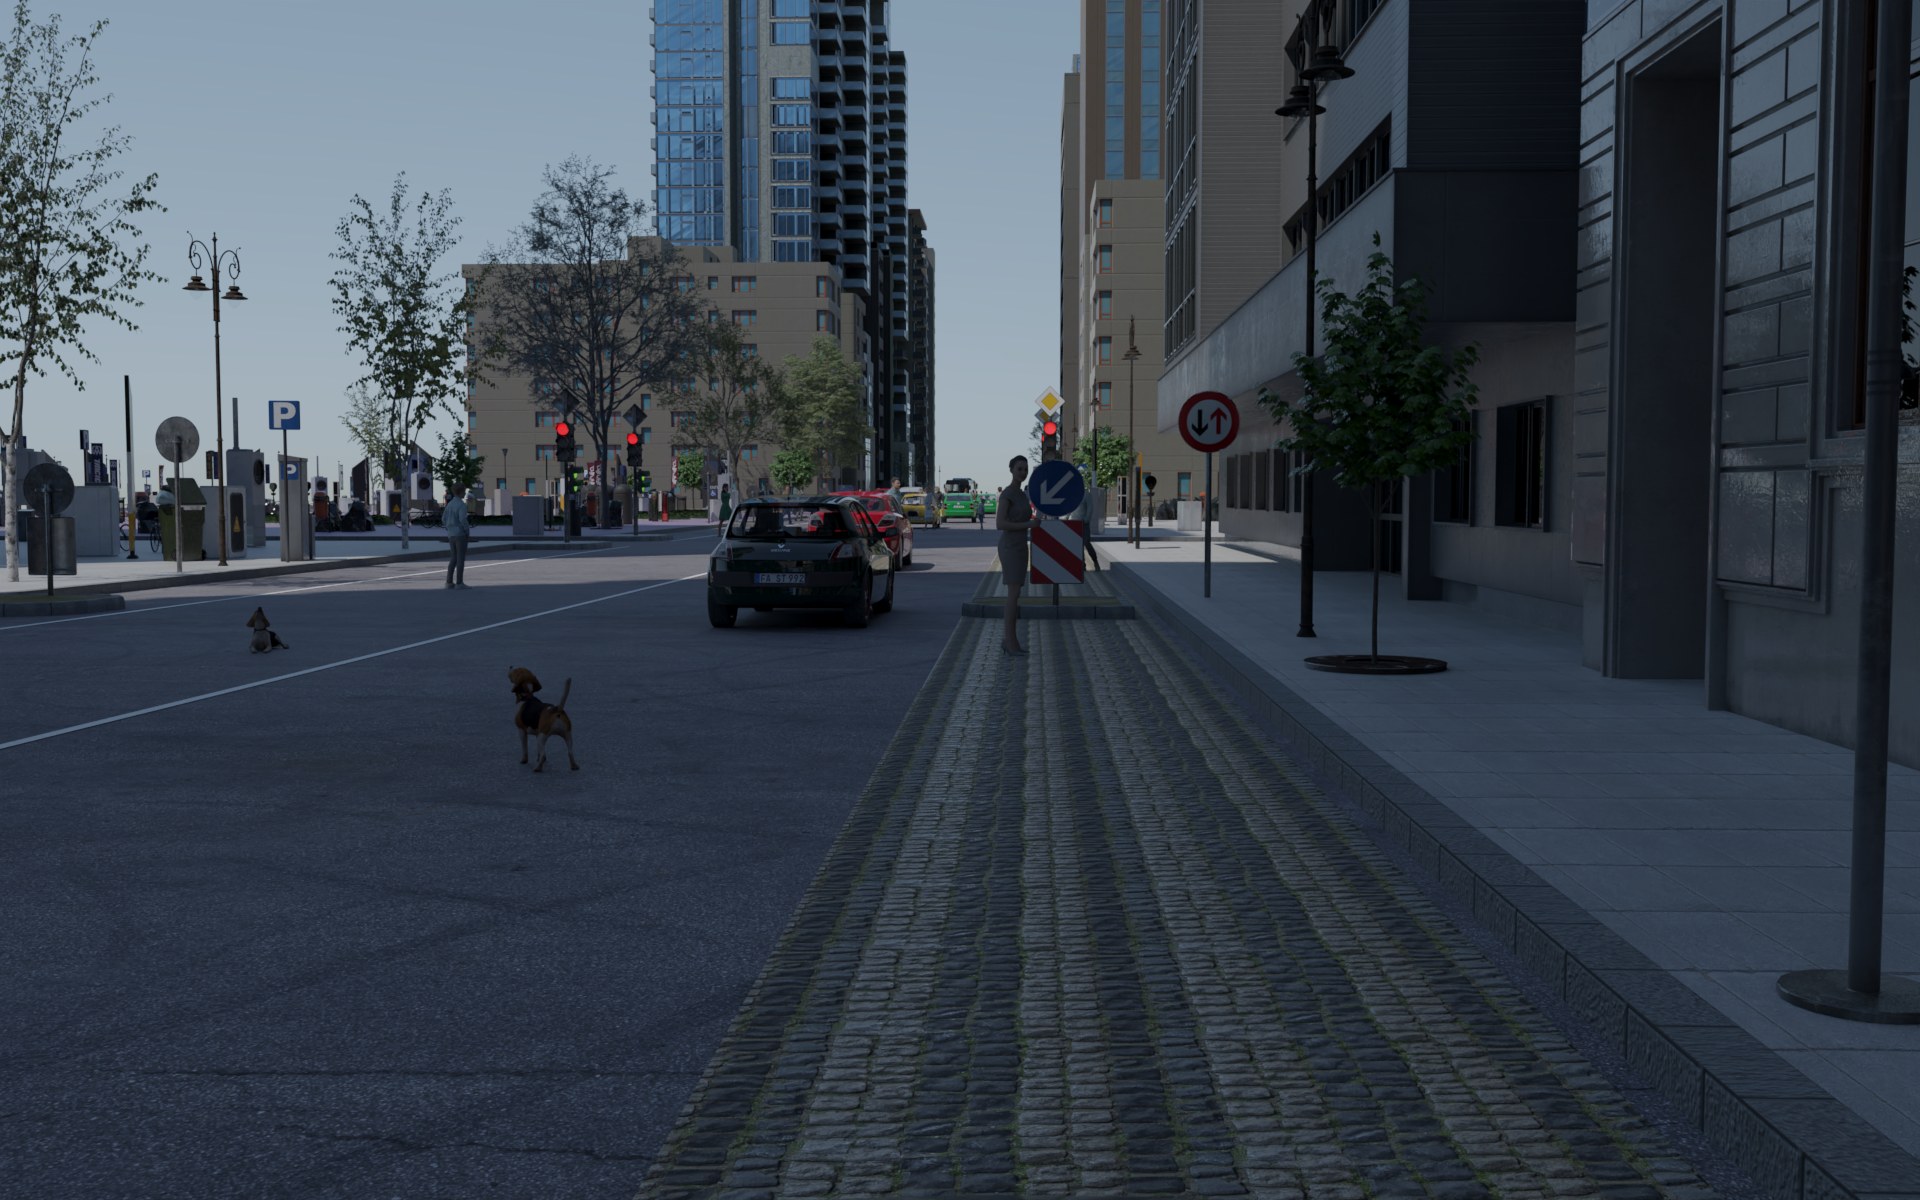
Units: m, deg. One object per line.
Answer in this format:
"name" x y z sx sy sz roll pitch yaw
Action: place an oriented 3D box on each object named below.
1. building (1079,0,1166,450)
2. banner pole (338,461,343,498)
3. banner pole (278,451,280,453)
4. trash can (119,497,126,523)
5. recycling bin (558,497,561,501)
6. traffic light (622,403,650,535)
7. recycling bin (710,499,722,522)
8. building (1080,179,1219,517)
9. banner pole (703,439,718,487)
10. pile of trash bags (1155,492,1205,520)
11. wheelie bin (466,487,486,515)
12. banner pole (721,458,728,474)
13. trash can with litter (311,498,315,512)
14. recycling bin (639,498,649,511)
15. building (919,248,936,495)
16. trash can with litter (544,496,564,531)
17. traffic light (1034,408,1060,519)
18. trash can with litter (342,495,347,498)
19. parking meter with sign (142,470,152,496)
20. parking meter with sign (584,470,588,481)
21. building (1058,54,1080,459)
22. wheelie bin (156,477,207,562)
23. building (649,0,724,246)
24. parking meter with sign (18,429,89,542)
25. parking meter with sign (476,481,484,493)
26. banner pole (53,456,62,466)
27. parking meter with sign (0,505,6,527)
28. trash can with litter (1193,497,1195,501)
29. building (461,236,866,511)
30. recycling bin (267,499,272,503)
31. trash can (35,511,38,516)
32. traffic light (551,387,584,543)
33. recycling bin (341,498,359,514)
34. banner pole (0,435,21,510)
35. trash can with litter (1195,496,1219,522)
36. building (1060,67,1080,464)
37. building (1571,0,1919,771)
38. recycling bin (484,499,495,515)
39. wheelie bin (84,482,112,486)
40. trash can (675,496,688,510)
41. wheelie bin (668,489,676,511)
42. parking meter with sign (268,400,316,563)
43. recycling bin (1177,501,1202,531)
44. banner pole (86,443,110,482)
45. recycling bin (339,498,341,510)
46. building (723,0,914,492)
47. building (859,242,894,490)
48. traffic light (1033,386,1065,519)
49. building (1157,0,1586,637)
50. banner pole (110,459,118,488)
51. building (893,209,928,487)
"building" 17.400 -30.524 149.177 14.600 45.320 14.200 0 4 2
"banner pole" -46.289 -8.530 129.484 0.863 3.779 0.401 3 5 44
"banner pole" -39.337 -6.772 100.745 0.863 3.779 0.401 -2 4 -31
"trash can" -36.930 -3.929 75.886 0.748 1.137 0.748 0 3 0
"recycling bin" -29.490 -7.102 128.669 0.722 1.027 0.722 -2 4 -26
"traffic light" -10.051 -3.960 53.664 0.839 4.253 0.868 0 4 2
"recycling bin" -11.342 -4.209 81.369 0.722 1.027 0.722 -1 4 -19
"building" 21.853 -16.170 109.420 27.650 21.520 28.899 0 4 2
"banner pole" -11.453 -5.406 78.405 0.401 3.779 0.863 1 4 13
"pile of trash bags" 11.259 -4.641 85.637 1.912 1.369 3.447 3 5 43
"wheelie bin" -22.235 -4.377 79.480 0.693 1.594 0.980 2 4 30
"banner pole" -14.428 -7.033 105.009 0.863 3.779 0.401 0 4 7
"trash can with litter" -41.995 -6.210 112.916 0.624 1.170 1.055 -2 4 -23
"recycling bin" -18.520 -5.444 101.562 0.722 1.027 0.722 -3 5 -40
"building" -11.381 -36.475 279.959 14.154 41.232 14.086 0 4 2
"trash can with litter" -14.304 -3.044 60.830 1.678 1.210 2.233 -1 4 -16
"traffic light" 2.650 -3.929 53.166 0.839 4.253 0.868 0 4 2
"trash can with litter" -44.855 -7.076 126.755 2.233 1.210 1.678 2 4 30
"parking meter with sign" -59.426 -7.985 126.810 0.543 3.016 1.738 -1 4 -18
"parking meter with sign" -25.961 -7.800 123.789 1.738 3.016 0.543 -3 5 -43
"building" 24.834 -57.078 245.900 22.319 86.520 31.000 0 4 2
"wheelie bin" -14.869 -1.536 33.022 0.693 1.594 0.980 2 4 25
"building" -19.252 -52.583 172.401 22.319 86.520 31.000 0 4 2
"parking meter with sign" -24.490 -3.088 46.750 1.738 3.016 0.543 -1 4 -11
"parking meter with sign" -28.456 -6.482 102.247 0.543 3.016 1.738 -3 5 -41
"banner pole" -59.706 -7.621 114.612 0.863 3.779 0.401 1 4 22
"parking meter with sign" -37.918 -4.353 67.427 0.543 3.016 1.738 1 4 9
"trash can with litter" 11.461 -4.300 81.698 1.055 1.170 0.624 0 4 -3
"building" -22.992 -18.298 144.205 27.650 21.520 28.899 0 4 2
"recycling bin" -38.710 -5.120 96.259 0.722 1.027 0.722 -3 4 -36
"trash can" -52.942 -5.384 99.677 0.748 1.137 0.748 0 3 0
"traffic light" -10.375 -3.472 45.685 0.839 4.253 0.868 0 4 2
"recycling bin" -39.676 -6.140 112.945 0.722 1.027 0.722 0 4 6
"banner pole" -35.175 -4.543 64.296 0.863 3.779 0.401 0 4 -5
"trash can with litter" 11.679 -4.233 80.604 1.055 1.170 0.624 -2 4 -24
"building" 21.917 -34.720 191.371 21.300 48.544 21.600 0 4 2
"building" 9.193 -10.162 2.311 11.583 22.565 21.152 0 4 2
"recycling bin" -23.040 -4.458 85.446 0.722 1.027 0.722 3 5 41
"wheelie bin" -22.972 -2.338 46.136 0.980 1.594 0.693 -2 4 -27
"trash can" -17.378 -5.898 108.088 0.748 1.137 0.748 0 3 0
"wheelie bin" -18.511 -6.298 110.878 0.693 1.594 0.980 -1 4 -11
"parking meter with sign" -12.725 -2.255 33.130 0.543 3.016 1.738 -1 4 -10
"recycling bin" 7.978 -2.912 60.162 0.722 1.027 0.722 0 4 -5
"banner pole" -37.234 -5.164 74.447 0.863 3.779 0.401 -3 4 -38
"recycling bin" -42.179 -6.503 118.877 0.722 1.027 0.722 3 4 38
"building" -16.853 -55.949 227.442 22.319 86.520 31.000 0 4 2
"building" -15.066 -25.980 196.472 14.160 30.474 14.107 0 4 2
"traffic light" 2.327 -3.441 45.188 0.839 4.253 0.868 0 4 2
"building" 11.480 -12.807 28.464 14.314 24.678 30.058 0 4 2
"banner pole" -53.836 -7.329 109.846 0.863 3.779 0.401 -3 4 -39
"building" -16.295 -36.940 258.596 22.147 44.769 28.867 0 4 2
